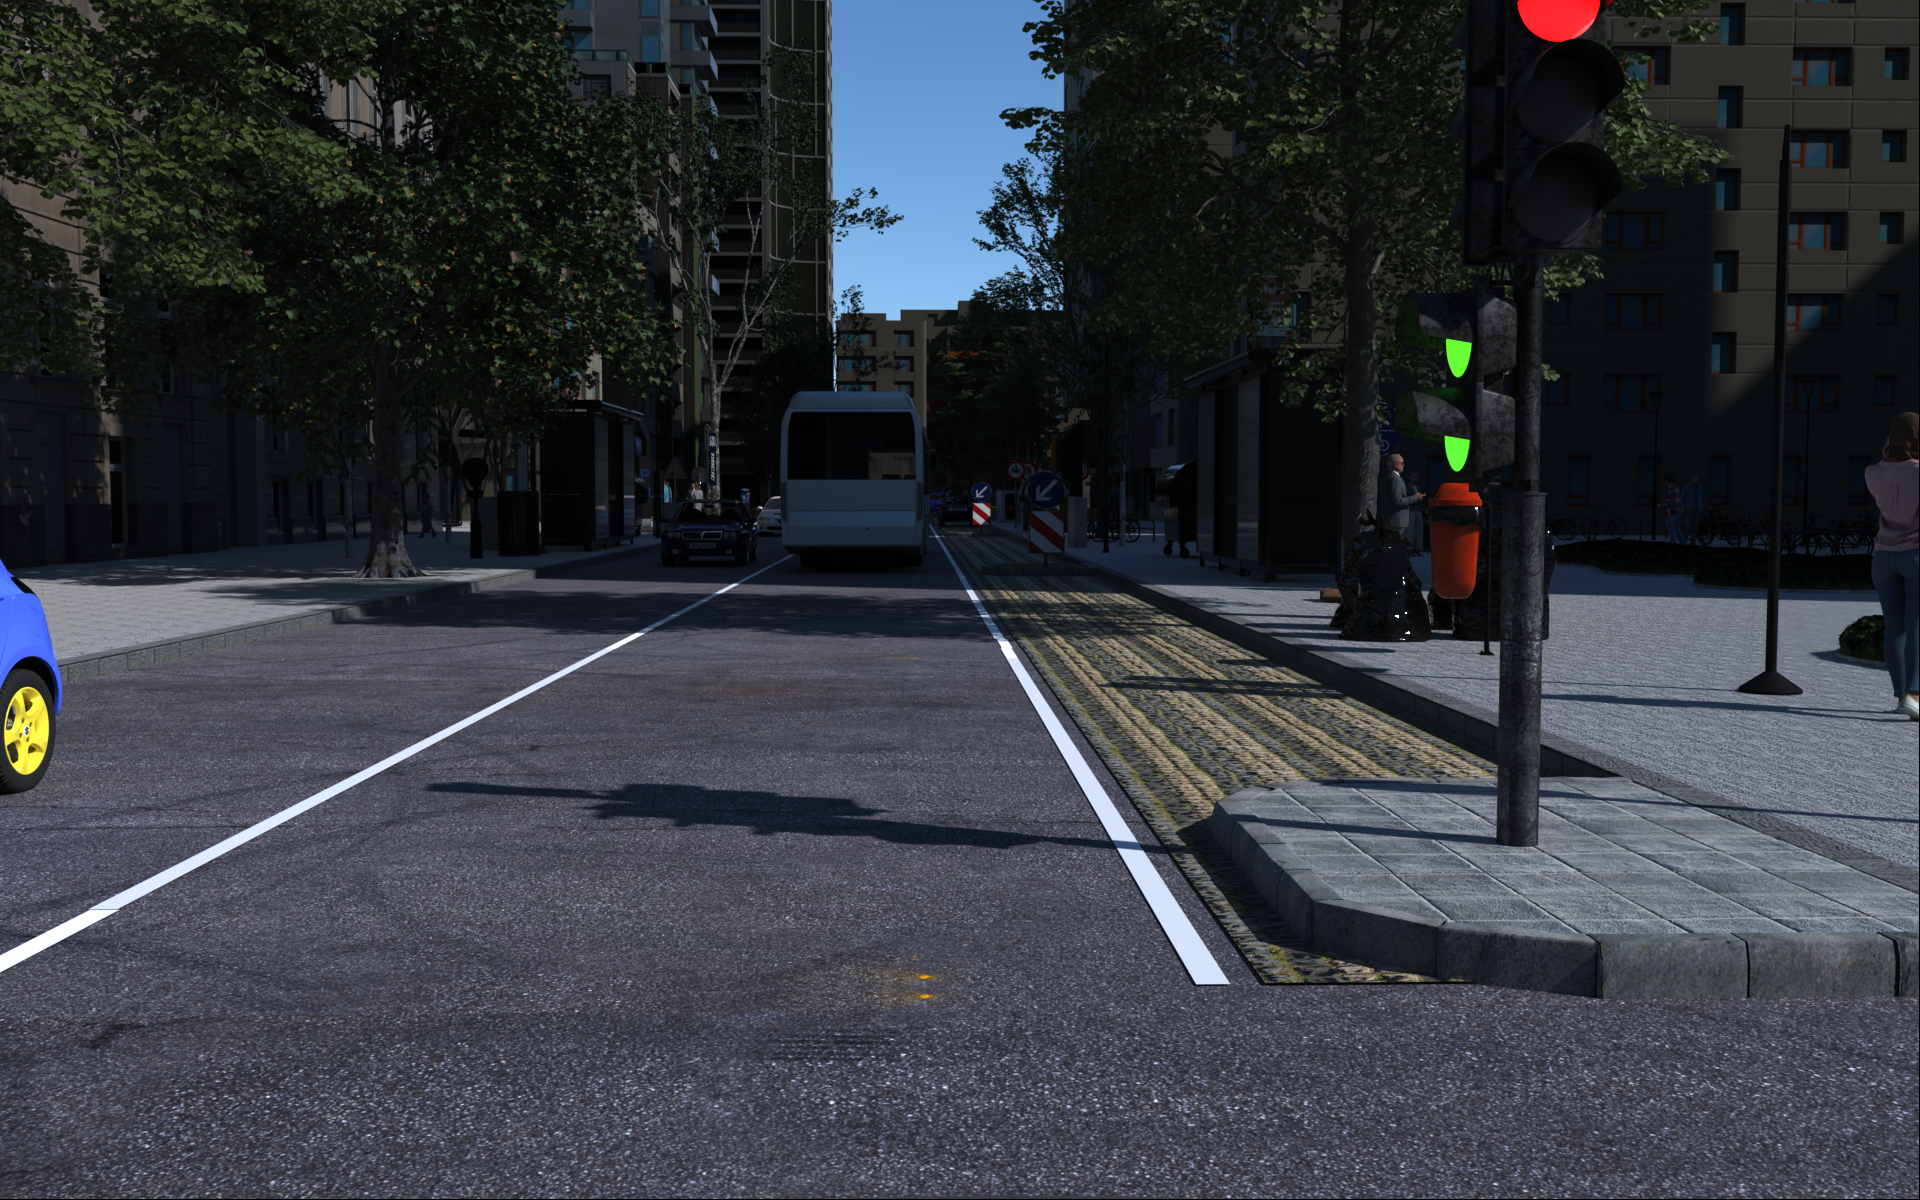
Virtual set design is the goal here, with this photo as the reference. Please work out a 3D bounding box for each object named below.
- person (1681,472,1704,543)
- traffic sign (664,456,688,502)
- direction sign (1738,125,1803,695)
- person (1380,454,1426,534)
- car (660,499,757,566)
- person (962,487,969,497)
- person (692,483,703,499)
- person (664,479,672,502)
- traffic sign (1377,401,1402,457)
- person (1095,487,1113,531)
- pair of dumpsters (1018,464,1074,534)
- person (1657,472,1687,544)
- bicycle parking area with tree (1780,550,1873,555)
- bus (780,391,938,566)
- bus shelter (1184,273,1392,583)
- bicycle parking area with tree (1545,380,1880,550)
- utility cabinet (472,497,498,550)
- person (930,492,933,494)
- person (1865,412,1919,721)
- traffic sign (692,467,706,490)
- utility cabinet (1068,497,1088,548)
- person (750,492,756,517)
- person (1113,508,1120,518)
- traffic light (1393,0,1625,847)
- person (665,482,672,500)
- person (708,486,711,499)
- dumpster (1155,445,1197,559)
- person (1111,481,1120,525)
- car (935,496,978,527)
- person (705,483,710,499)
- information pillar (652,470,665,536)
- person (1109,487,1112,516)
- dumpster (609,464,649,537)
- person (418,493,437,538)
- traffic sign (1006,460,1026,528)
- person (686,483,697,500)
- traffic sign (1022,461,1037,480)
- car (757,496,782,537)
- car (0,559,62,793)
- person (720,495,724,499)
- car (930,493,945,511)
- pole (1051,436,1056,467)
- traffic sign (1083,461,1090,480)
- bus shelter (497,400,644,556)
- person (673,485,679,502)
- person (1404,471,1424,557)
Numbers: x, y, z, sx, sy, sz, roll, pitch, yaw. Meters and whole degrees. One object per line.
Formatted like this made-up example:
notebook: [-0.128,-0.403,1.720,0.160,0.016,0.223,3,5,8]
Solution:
person: [16.760,-2.036,39.667,0.601,1.785,0.444,0,4,1]
traffic sign: [-9.850,-3.660,59.838,0.884,2.594,0.081,0,4,3]
direction sign: [5.247,-1.169,11.106,0.379,3.537,0.876,2,4,24]
person: [5.740,-1.003,22.611,0.590,1.801,0.661,0,4,-1]
car: [-5.144,-1.418,35.766,1.945,1.354,3.894,0,4,-3]
person: [0.449,-8.567,145.982,0.709,1.838,0.599,-2,4,-27]
person: [-10.703,-3.928,71.010,0.760,1.731,0.466,2,4,23]
person: [-10.679,-3.464,62.538,0.638,1.841,0.748,-2,4,-24]
traffic sign: [5.688,-1.452,23.840,0.768,2.556,0.104,0,3,0]
person: [4.857,-3.233,58.882,0.794,1.824,0.713,3,5,44]
pair of dumpsters: [2.866,-3.386,57.853,1.574,2.255,4.437,0,4,-2]
person: [14.305,-1.700,34.671,0.643,1.720,0.563,2,4,28]
bicycle parking area with tree: [19.329,-2.737,31.749,8.231,4.147,9.016,-1,4,-17]
bus: [-1.989,-2.616,37.636,2.948,3.499,13.247,0,4,0]
bus shelter: [5.091,-3.153,29.190,2.179,5.291,8.768,0,4,-1]
bicycle parking area with tree: [20.248,-3.611,46.038,9.016,4.147,8.231,0,4,-8]
utility cabinet: [-10.767,-1.761,39.948,1.020,1.237,0.306,2,4,30]
person: [-2.416,-8.236,144.632,0.593,1.643,0.415,3,5,42]
person: [5.461,-0.203,9.950,0.643,1.750,0.593,-3,4,-37]
traffic sign: [-12.058,-4.903,80.274,0.768,2.556,0.104,0,3,0]
utility cabinet: [2.838,-1.873,41.786,0.306,1.237,1.020,0,4,-7]
person: [-11.682,-5.349,96.730,0.599,1.433,0.991,2,4,29]
person: [7.669,-4.732,84.351,0.436,1.711,0.756,-1,4,-17]
traffic light: [2.029,-1.060,6.251,0.839,4.253,0.868,0,4,-2]
person: [-12.578,-4.145,73.930,0.709,1.813,0.853,1,4,15]
person: [-11.494,-4.446,79.736,0.512,1.701,0.522,1,4,21]
dumpster: [4.844,-1.996,35.132,1.502,2.255,1.985,0,4,-2]
person: [6.402,-3.937,70.601,0.419,1.800,0.721,2,4,26]
car: [-0.115,-3.960,77.331,1.945,1.354,3.894,0,4,-2]
person: [-11.665,-4.556,80.881,0.444,1.785,0.601,-3,5,-45]
information pillar: [-9.254,-2.976,53.150,0.304,2.012,0.304,0,4,4]
person: [8.856,-5.792,101.668,0.530,1.710,0.541,0,4,1]
dumpster: [-10.174,-3.009,51.683,1.502,2.255,1.985,0,4,-2]
person: [-15.615,-2.477,50.816,0.475,1.303,0.640,2,4,28]
traffic sign: [2.103,-3.984,65.239,0.768,2.556,0.104,0,4,2]
person: [-12.466,-4.565,81.084,0.661,1.777,0.834,-1,4,-11]
traffic sign: [2.587,-4.064,66.558,0.768,2.556,0.104,0,4,0]
car: [-5.943,-2.912,59.981,2.083,1.381,4.827,0,4,-1]
car: [-5.265,0.158,7.011,1.945,1.707,3.694,0,4,-2]
person: [-11.957,-4.783,84.339,0.705,1.812,1.348,2,4,34]
car: [-1.568,-7.142,126.357,1.945,1.707,3.694,0,4,0]
pole: [3.308,-4.129,61.352,0.158,3.312,0.155,0,3,0]
traffic sign: [4.577,-4.040,66.154,0.768,2.556,0.104,0,4,-1]
bus shelter: [-9.025,-3.802,39.801,2.179,5.291,8.768,0,4,-2]
person: [-17.520,-6.157,106.714,0.705,1.823,1.348,-1,4,-11]
person: [9.322,-1.772,35.559,0.519,1.759,0.362,-2,4,-33]
